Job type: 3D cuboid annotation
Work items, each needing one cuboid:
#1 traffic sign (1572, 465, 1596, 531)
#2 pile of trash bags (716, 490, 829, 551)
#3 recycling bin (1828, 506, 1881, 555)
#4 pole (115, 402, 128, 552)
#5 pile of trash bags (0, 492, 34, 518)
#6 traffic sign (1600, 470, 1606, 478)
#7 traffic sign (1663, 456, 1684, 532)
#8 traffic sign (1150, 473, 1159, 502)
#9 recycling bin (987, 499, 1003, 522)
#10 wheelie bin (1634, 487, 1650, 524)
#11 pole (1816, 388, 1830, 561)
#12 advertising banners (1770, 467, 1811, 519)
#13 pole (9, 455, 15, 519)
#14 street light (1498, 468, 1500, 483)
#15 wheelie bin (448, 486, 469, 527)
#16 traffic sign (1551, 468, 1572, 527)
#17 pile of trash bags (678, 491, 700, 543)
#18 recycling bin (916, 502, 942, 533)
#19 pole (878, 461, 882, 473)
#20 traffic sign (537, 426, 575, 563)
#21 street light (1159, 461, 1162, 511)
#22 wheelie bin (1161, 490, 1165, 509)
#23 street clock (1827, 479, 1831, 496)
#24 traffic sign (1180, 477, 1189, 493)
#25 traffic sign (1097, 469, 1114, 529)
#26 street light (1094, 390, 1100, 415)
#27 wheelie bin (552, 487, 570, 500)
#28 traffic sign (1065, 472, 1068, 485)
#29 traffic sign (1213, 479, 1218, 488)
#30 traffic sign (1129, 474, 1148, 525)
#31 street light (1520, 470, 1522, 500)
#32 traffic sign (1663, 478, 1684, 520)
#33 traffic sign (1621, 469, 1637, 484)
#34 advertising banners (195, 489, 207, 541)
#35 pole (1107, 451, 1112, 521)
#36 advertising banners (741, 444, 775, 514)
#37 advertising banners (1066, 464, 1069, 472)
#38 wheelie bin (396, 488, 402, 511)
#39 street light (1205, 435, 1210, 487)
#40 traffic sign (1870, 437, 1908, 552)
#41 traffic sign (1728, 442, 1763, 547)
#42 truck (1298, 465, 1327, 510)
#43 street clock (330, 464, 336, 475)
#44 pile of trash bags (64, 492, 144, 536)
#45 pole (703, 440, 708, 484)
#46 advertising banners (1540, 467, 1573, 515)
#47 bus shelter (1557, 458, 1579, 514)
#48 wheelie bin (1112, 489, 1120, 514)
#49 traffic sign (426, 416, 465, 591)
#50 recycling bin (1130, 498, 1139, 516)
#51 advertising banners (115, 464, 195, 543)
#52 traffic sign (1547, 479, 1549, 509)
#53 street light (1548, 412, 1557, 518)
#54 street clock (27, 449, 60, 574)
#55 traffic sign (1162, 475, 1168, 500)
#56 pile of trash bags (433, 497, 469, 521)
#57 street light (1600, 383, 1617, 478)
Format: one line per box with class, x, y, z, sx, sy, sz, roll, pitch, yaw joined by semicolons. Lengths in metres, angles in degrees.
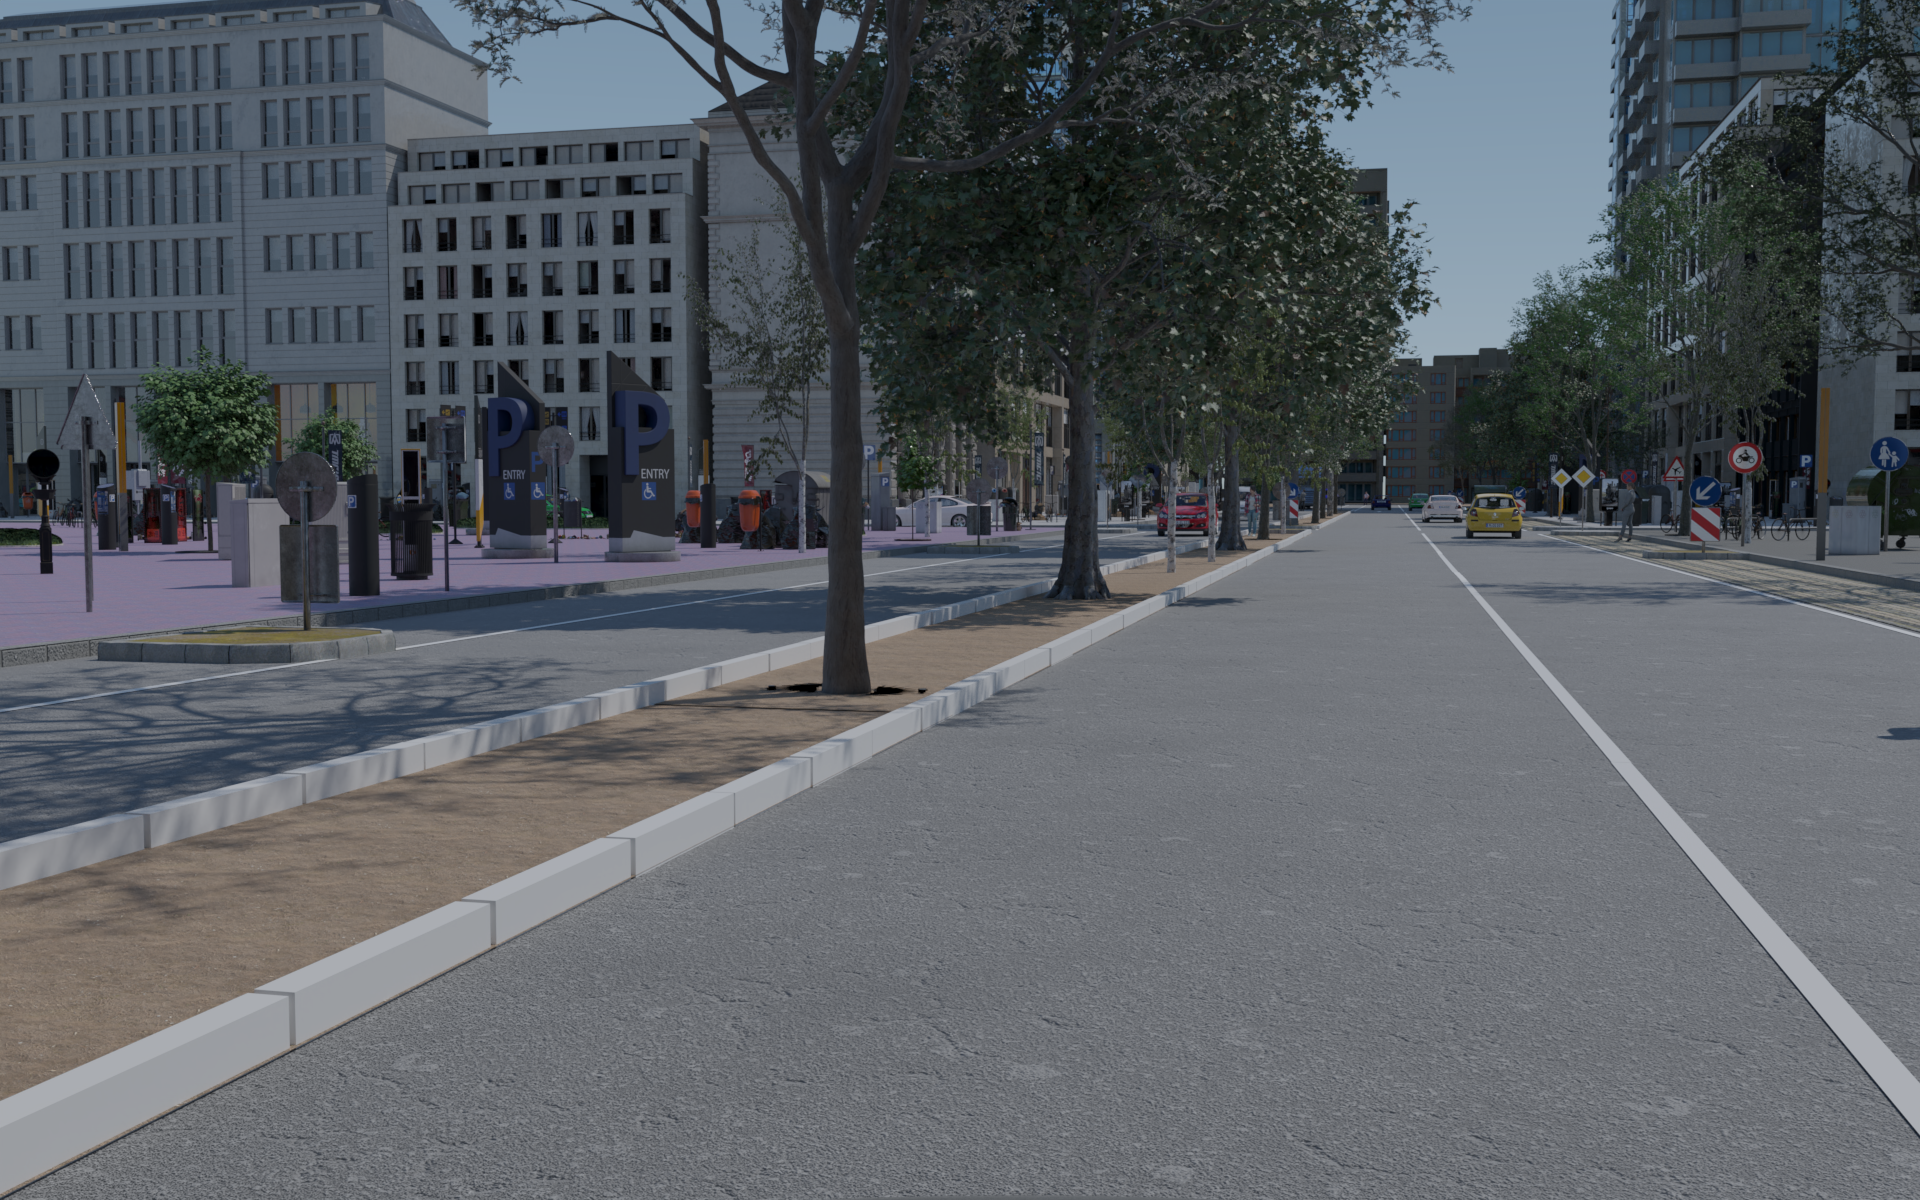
traffic sign;21.620;-3.453;60.099;0.795;2.450;0.064;1;4;14
pile of trash bags;-4.275;-1.865;40.243;1.912;1.369;3.447;1;4;17
recycling bin;18.941;-1.475;36.669;0.722;1.027;0.722;-1;4;-20
pole;-18.723;-2.742;38.673;0.158;3.312;0.155;0;3;0
pile of trash bags;-52.121;-5.146;93.896;3.447;1.369;1.912;-2;4;-32
traffic sign;33.174;-5.492;89.903;0.768;2.556;0.104;1;4;22
traffic sign;24.261;-3.589;58.685;0.884;2.594;0.081;1;4;23
traffic sign;11.976;-6.620;108.244;0.884;2.594;0.081;1;4;17
recycling bin;1.658;-4.192;81.099;0.722;1.027;0.722;2;4;29
wheelie bin;29.216;-4.079;74.606;0.980;1.594;0.693;-3;4;-36
pole;16.625;-2.417;33.365;0.158;3.312;0.155;0;3;0
advertising banners;42.272;-5.618;88.038;2.074;3.025;0.090;0;4;3
pole;-49.732;-5.931;90.807;0.158;3.312;0.155;0;3;0
street light;43.554;-10.223;139.926;0.468;5.910;1.993;1;4;14
wheelie bin;-19.729;-3.679;68.068;0.980;1.594;0.693;1;4;20
traffic sign;23.539;-3.927;67.851;0.795;2.450;0.064;1;4;14
pile of trash bags;-6.463;-2.165;45.145;1.912;1.369;3.447;1;4;9
recycling bin;-1.026;-2.705;56.773;0.722;1.027;0.722;1;4;13
pole;-3.604;-5.153;78.102;0.158;3.312;0.155;0;3;0
traffic sign;-7.534;-1.965;32.240;0.768;2.556;0.104;1;4;15
street light;11.047;-7.492;95.277;0.468;5.910;1.993;1;4;14
wheelie bin;16.006;-7.901;137.089;0.693;1.594;0.980;-2;4;-25
street clock;40.274;-4.655;80.675;0.471;2.002;0.358;2;4;29
traffic sign;16.334;-7.678;125.647;0.768;2.556;0.104;1;4;22
traffic sign;5.467;-3.698;64.104;0.795;2.450;0.064;1;4;14
street light;5.525;-6.098;72.495;0.468;5.910;1.993;1;4;14
wheelie bin;-18.454;-4.420;80.182;0.693;1.594;0.980;3;4;36
traffic sign;5.103;-4.715;79.223;0.606;2.300;0.079;1;4;20
traffic sign;18.934;-7.856;129.628;0.795;2.450;0.064;1;4;14
traffic sign;7.386;-4.172;71.856;0.795;2.450;0.064;1;4;14
street light;37.952;-8.830;117.163;0.468;5.910;1.993;1;4;14
traffic sign;29.635;-4.395;71.864;0.884;2.594;0.081;2;4;24
traffic sign;34.390;-5.442;89.091;0.768;2.556;0.104;1;4;19
advertising banners;-20.940;-3.077;46.503;0.090;3.025;2.074;1;4;12
pole;7.158;-5.450;82.945;0.158;3.312;0.155;0;3;0
advertising banners;-6.906;-4.013;61.796;2.074;3.025;0.090;-3;4;-38
advertising banners;6.142;-5.506;86.215;2.074;3.025;0.090;2;4;35
wheelie bin;-25.613;-4.418;80.150;0.693;1.594;0.980;1;4;15
street light;16.824;-8.881;117.997;0.468;5.910;1.993;1;4;14
traffic sign;20.621;-2.349;38.512;0.768;2.556;0.104;1;4;20
traffic sign;19.145;-2.580;42.287;0.768;2.556;0.104;1;4;20
truck;33.777;-10.803;166.386;2.967;4.110;18.799;1;4;12
street clock;-15.062;-2.242;41.232;0.471;2.002;0.358;3;5;42
pile of trash bags;-25.732;-2.672;53.433;1.912;1.369;3.447;0;4;-1
pole;-9.553;-4.360;65.126;0.158;3.312;0.155;0;3;0
advertising banners;37.284;-6.858;108.312;2.074;3.025;0.090;0;4;-1
bus shelter;39.056;-7.355;111.539;1.731;3.624;6.357;1;4;14
wheelie bin;9.704;-6.272;110.461;0.693;1.594;0.980;0;4;6
traffic sign;-6.772;-1.265;22.809;0.606;2.300;0.079;1;4;21
recycling bin;10.430;-5.444;101.558;0.722;1.027;0.722;-2;4;-26
advertising banners;-21.101;-2.996;45.165;2.074;3.025;0.090;0;4;1
traffic sign;40.232;-7.246;118.570;0.768;2.556;0.104;1;4;20
street light;32.107;-7.407;93.886;0.468;5.910;1.993;1;4;14
street clock;-14.692;-1.421;27.805;0.471;2.002;0.358;-2;4;-27
traffic sign;13.776;-7.069;115.685;0.768;2.556;0.104;1;4;19
pile of trash bags;-23.819;-4.455;82.585;3.447;1.369;1.912;0;4;8
street light;26.427;-5.989;70.713;0.468;5.910;1.993;1;4;14
